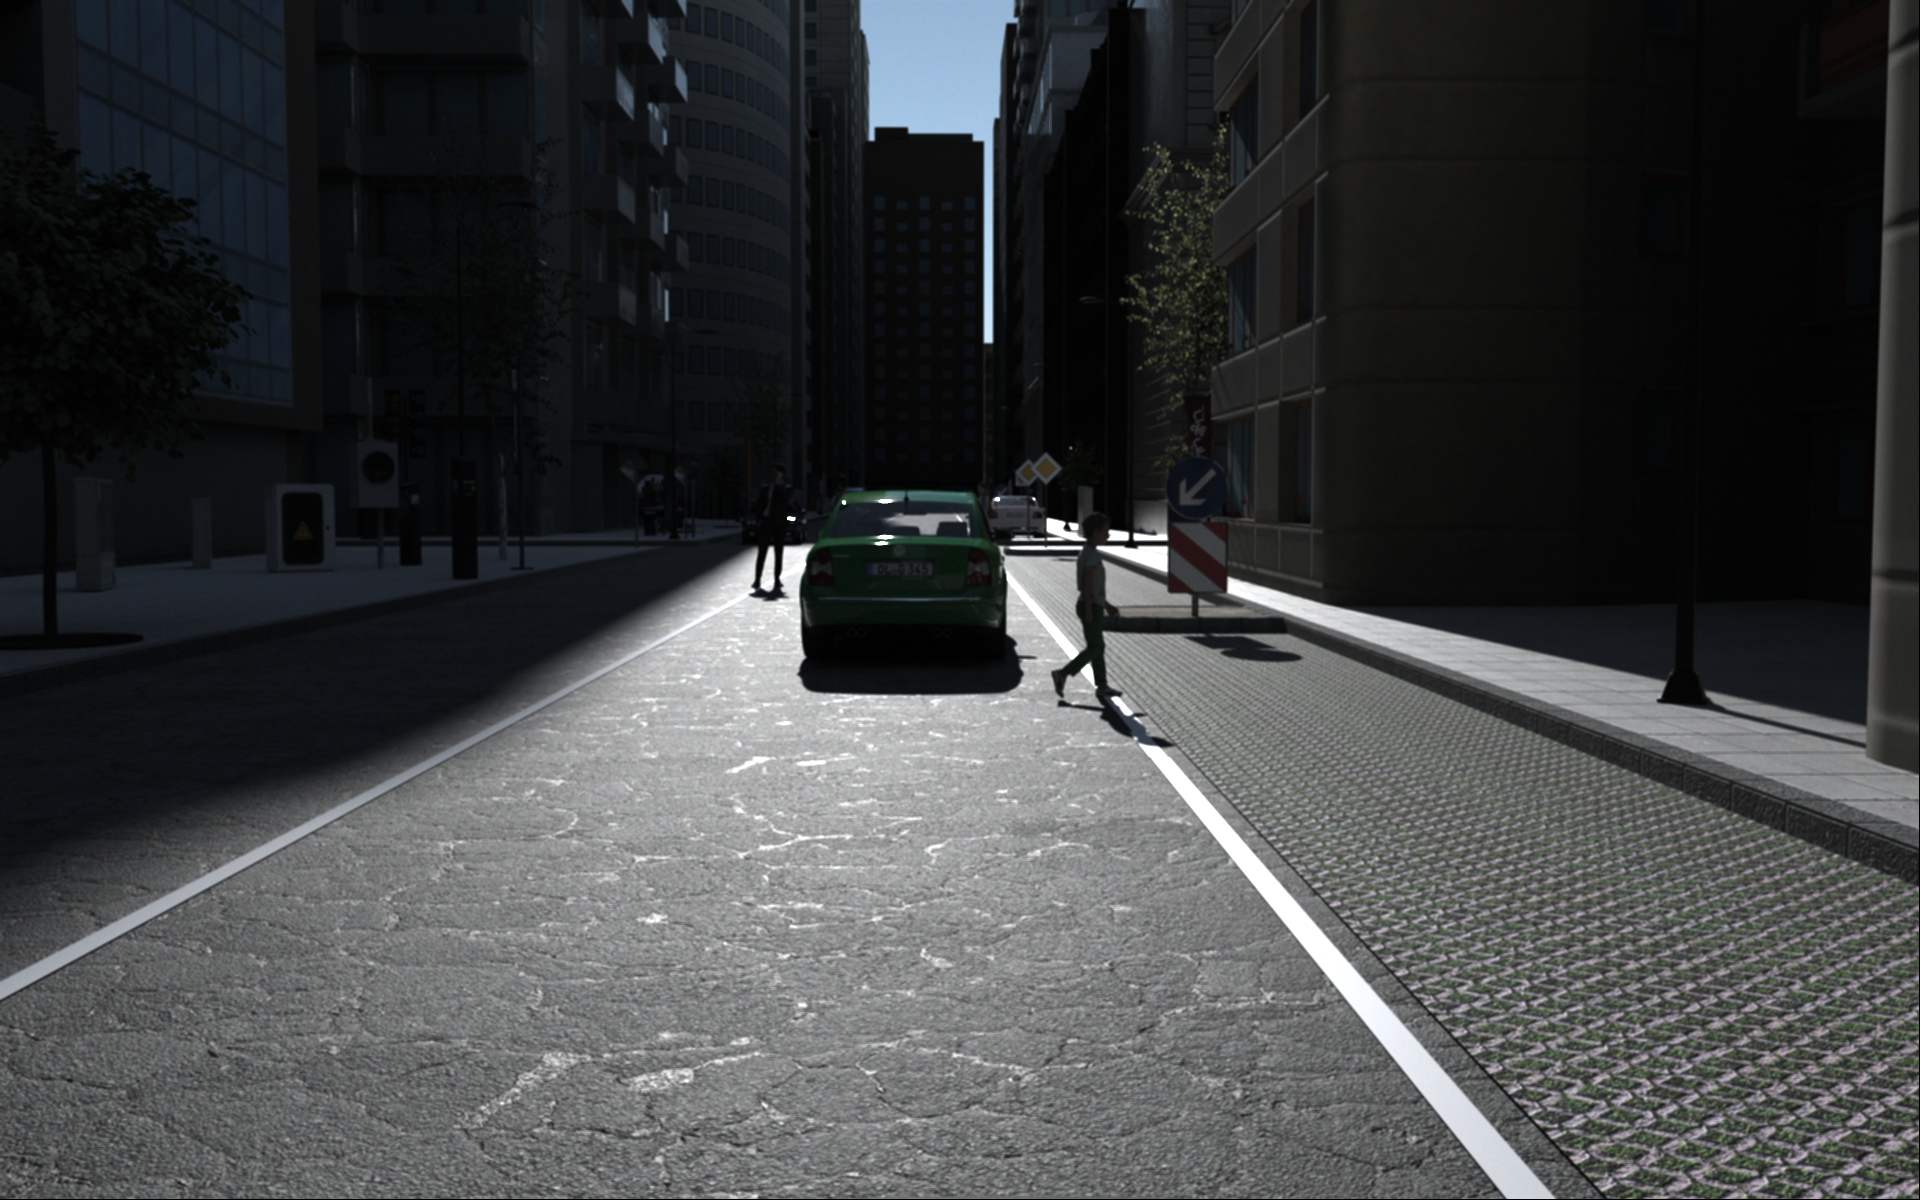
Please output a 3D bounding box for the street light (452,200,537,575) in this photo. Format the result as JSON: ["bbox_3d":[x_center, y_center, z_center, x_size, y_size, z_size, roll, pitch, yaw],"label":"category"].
[{"bbox_3d":[-7.379,-3.361,27.487,1.470,5.913,1.316,0,4,-1],"label":"street light"}]

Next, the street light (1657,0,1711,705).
[{"bbox_3d":[3.933,-2.323,10.529,1.470,5.913,1.316,0,4,-1],"label":"street light"}]

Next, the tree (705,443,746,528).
[{"bbox_3d":[-8.808,-4.381,66.228,1.663,3.219,1.824,0,3,0],"label":"tree"}]

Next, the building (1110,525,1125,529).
[{"bbox_3d":[11.340,-14.700,70.024,12.332,23.373,15.834,0,4,-1],"label":"building"}]

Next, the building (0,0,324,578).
[{"bbox_3d":[-21.462,-23.304,31.127,14.200,45.320,14.600,0,4,-1],"label":"building"}]

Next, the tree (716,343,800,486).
[{"bbox_3d":[-9.569,-8.144,83.515,4.737,8.622,4.395,0,3,0],"label":"tree"}]

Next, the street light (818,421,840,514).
[{"bbox_3d":[-8.390,-8.456,110.794,1.470,5.913,1.316,0,4,-1],"label":"street light"}]

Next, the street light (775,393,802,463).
[{"bbox_3d":[-7.945,-6.552,79.672,1.470,5.913,1.316,0,4,-1],"label":"street light"}]

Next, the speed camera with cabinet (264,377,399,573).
[{"bbox_3d":[-10.461,-2.111,28.851,2.038,3.252,0.660,-3,4,-36],"label":"speed camera with cabinet"}]

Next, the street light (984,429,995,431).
[{"bbox_3d":[2.405,-9.239,123.604,1.470,5.913,1.316,0,4,-1],"label":"street light"}]

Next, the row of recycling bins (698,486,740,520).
[{"bbox_3d":[-12.209,-4.916,87.487,1.069,1.692,3.534,-2,4,-35],"label":"row of recycling bins"}]

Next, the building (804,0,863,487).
[{"bbox_3d":[-21.407,-45.838,187.709,20.611,71.187,20.563,0,4,-1],"label":"building"}]

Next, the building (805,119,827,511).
[{"bbox_3d":[-17.657,-21.979,131.056,14.160,30.474,14.107,0,4,-1],"label":"building"}]

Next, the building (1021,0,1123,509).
[{"bbox_3d":[10.120,-20.271,108.916,11.434,29.767,29.804,0,4,-1],"label":"building"}]

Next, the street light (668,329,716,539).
[{"bbox_3d":[-7.559,-4.672,48.932,1.470,5.913,1.316,0,4,-1],"label":"street light"}]

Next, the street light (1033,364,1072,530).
[{"bbox_3d":[3.305,-5.478,62.113,1.470,5.913,1.316,0,4,-1],"label":"street light"}]

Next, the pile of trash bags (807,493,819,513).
[{"bbox_3d":[-11.099,-6.742,119.990,3.447,1.369,1.912,3,4,36],"label":"pile of trash bags"}]

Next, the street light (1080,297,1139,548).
[{"bbox_3d":[3.534,-4.192,41.077,1.470,5.913,1.316,0,4,-1],"label":"street light"}]

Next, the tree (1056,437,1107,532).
[{"bbox_3d":[3.918,-3.926,58.788,1.663,3.219,1.824,0,3,0],"label":"tree"}]

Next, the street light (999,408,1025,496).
[{"bbox_3d":[2.908,-7.371,93.055,1.470,5.913,1.316,0,4,-1],"label":"street light"}]

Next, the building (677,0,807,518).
[{"bbox_3d":[-20.754,-34.274,102.373,21.231,58.520,28.212,0,4,-1],"label":"building"}]

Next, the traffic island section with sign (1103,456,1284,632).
[{"bbox_3d":[2.349,-0.621,18.789,1.989,1.847,2.006,0,4,-1],"label":"traffic island section with sign"}]

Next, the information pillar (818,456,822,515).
[{"bbox_3d":[-8.500,-6.978,105.451,0.183,3.616,0.504,-1,4,-16],"label":"information pillar"}]

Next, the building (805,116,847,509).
[{"bbox_3d":[-26.273,-27.999,149.668,32.217,40.220,23.993,0,4,-1],"label":"building"}]

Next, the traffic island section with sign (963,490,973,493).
[{"bbox_3d":[1.322,-5.667,101.283,1.989,1.847,2.006,0,4,-1],"label":"traffic island section with sign"}]

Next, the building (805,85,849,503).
[{"bbox_3d":[-18.263,-29.673,168.741,14.154,41.232,14.086,0,4,-1],"label":"building"}]

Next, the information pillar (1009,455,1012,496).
[{"bbox_3d":[2.985,-6.815,102.783,0.183,3.616,0.504,1,4,19],"label":"information pillar"}]

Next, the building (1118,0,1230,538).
[{"bbox_3d":[18.070,-15.780,55.272,25.104,27.353,12.463,0,4,-1],"label":"building"}]

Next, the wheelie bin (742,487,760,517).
[{"bbox_3d":[-9.775,-4.484,81.229,0.980,1.594,0.693,-2,4,-30],"label":"wheelie bin"}]

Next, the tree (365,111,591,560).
[{"bbox_3d":[-8.997,-5.078,33.395,4.360,8.622,3.978,0,3,0],"label":"tree"}]

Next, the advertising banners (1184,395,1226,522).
[{"bbox_3d":[4.849,-2.085,30.278,2.074,3.025,0.090,2,4,32],"label":"advertising banners"}]

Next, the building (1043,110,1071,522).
[{"bbox_3d":[10.786,-15.698,86.340,12.332,23.373,15.834,0,4,-1],"label":"building"}]

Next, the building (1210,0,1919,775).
[{"bbox_3d":[18.133,-10.318,13.736,27.650,21.520,28.899,0,4,-1],"label":"building"}]

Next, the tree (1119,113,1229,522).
[{"bbox_3d":[5.017,-5.148,34.526,4.360,8.622,3.978,0,3,0],"label":"tree"}]

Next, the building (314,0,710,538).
[{"bbox_3d":[-22.328,-27.135,63.272,23.786,49.044,30.456,0,4,-1],"label":"building"}]

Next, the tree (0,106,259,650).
[{"bbox_3d":[-7.784,-1.896,14.717,4.285,4.588,4.351,0,3,0],"label":"tree"}]

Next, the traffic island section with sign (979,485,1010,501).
[{"bbox_3d":[1.673,-4.006,74.133,1.989,1.847,2.006,0,4,-1],"label":"traffic island section with sign"}]

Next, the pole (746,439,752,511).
[{"bbox_3d":[-7.795,-4.290,63.987,0.158,3.312,0.155,0,3,0],"label":"pole"}]
